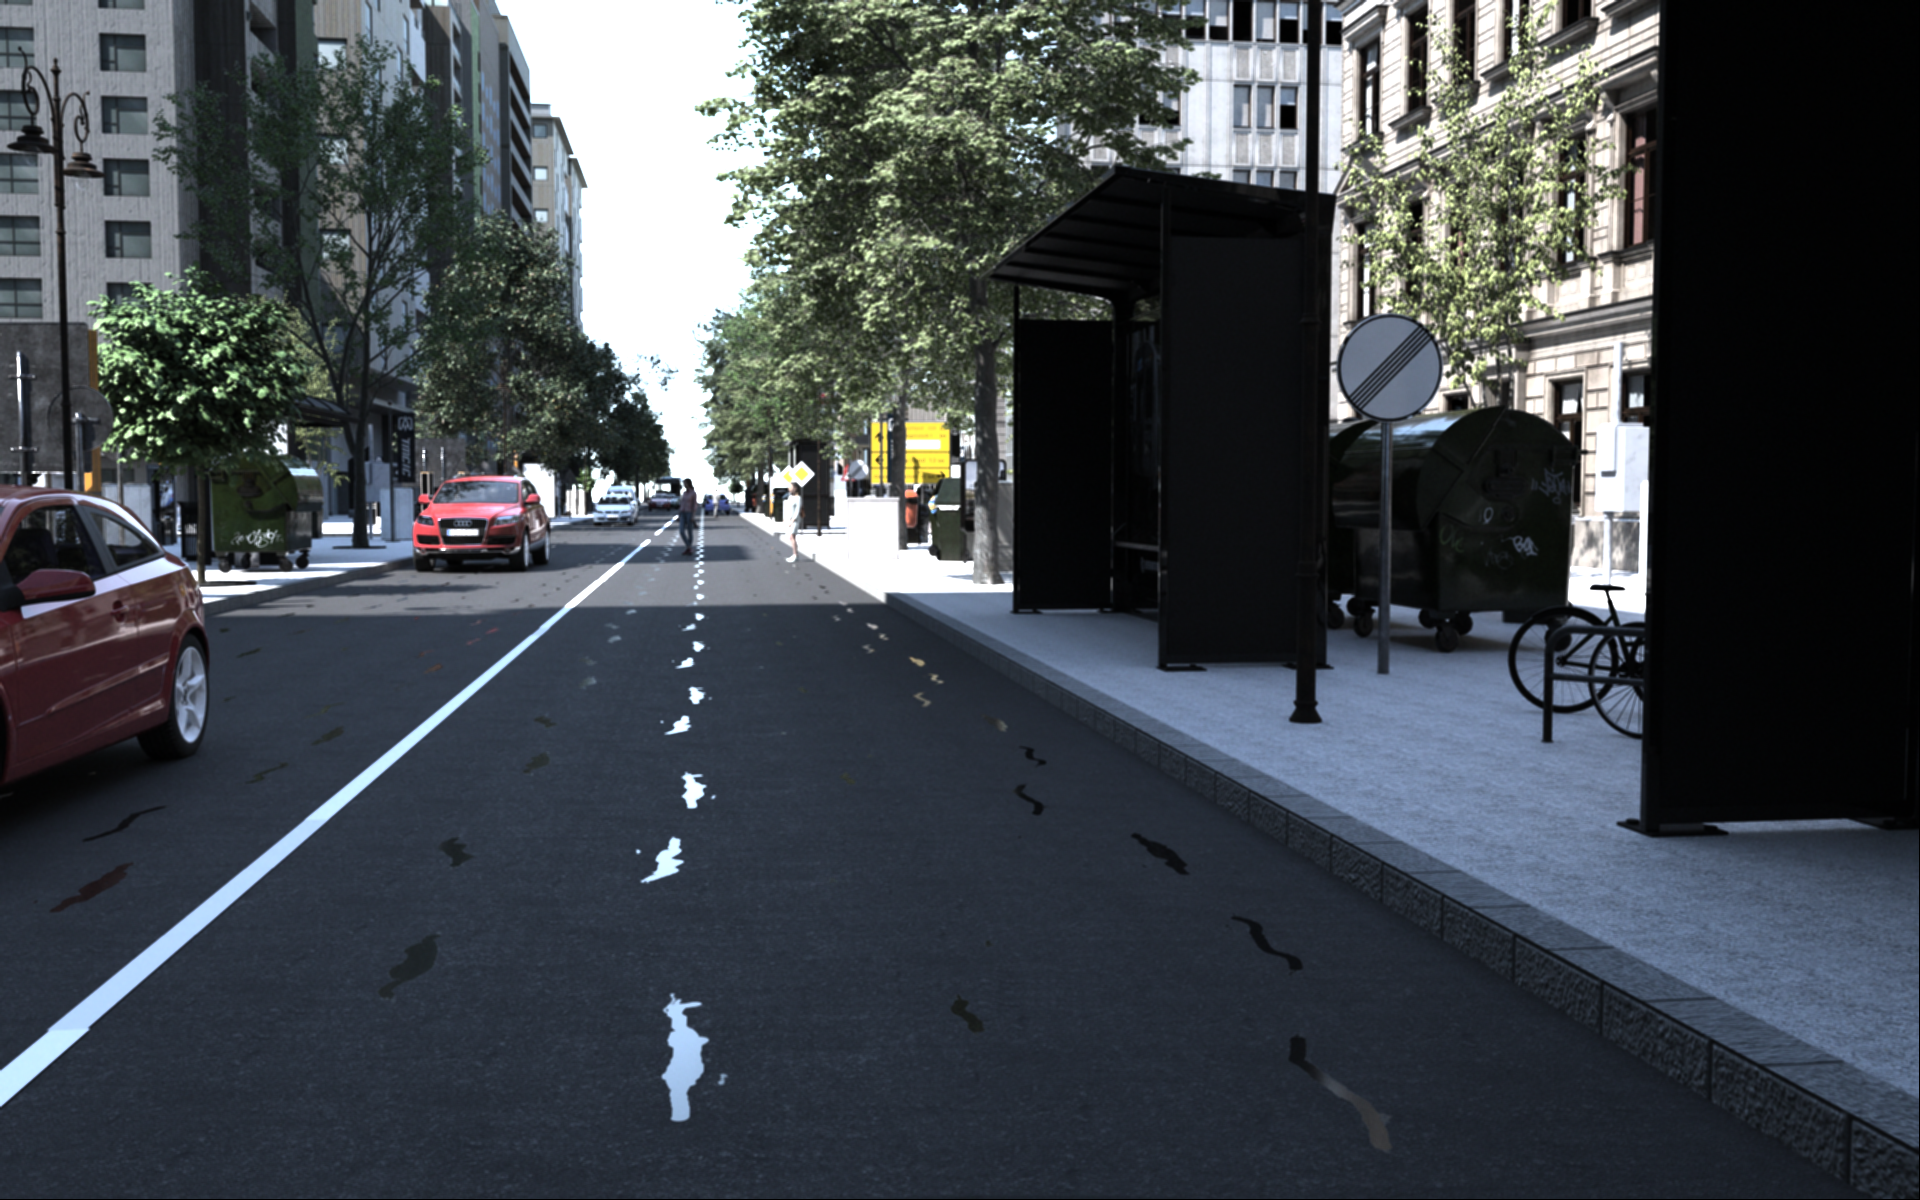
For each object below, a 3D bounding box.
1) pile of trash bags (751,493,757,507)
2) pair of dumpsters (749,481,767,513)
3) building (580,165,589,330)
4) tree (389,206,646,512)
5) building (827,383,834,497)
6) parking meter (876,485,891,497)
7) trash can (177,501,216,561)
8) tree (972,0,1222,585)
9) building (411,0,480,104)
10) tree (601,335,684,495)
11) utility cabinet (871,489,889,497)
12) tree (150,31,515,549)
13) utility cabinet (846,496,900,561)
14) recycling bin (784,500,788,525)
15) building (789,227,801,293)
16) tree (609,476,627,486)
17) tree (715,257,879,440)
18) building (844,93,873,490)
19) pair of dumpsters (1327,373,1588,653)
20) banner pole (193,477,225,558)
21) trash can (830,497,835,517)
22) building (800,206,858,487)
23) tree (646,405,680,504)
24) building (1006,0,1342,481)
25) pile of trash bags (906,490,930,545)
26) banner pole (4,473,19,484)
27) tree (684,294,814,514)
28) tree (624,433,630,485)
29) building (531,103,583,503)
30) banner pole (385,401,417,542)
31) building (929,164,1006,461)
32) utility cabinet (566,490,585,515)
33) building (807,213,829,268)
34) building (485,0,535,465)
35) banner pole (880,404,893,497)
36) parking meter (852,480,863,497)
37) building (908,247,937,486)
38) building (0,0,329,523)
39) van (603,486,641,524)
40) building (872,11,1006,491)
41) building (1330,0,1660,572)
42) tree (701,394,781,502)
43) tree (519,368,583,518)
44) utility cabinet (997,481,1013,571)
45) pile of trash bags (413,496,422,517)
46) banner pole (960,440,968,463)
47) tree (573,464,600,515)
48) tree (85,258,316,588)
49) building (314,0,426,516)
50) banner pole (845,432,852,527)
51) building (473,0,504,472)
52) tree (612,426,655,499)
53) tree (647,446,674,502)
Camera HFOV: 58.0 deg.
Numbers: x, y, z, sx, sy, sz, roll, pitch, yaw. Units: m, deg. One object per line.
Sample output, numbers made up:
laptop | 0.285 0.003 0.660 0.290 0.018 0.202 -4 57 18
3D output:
pile of trash bags | -12.134 -6.366 113.842 3.447 1.369 1.912 -3 4 -36
pair of dumpsters | -13.678 -7.136 119.162 1.574 2.255 4.437 -1 4 -9
building | -71.429 -41.210 263.026 28.713 52.752 27.495 -1 4 -8
tree | -18.004 -9.310 69.219 9.611 12.733 9.660 0 3 0
building | -12.923 -28.542 238.363 14.160 30.474 14.107 -1 4 -8
parking meter | -2.793 -3.239 61.362 0.372 1.533 0.369 0 3 0
trash can | -14.664 -1.326 33.334 0.748 1.137 0.748 0 3 0
tree | -0.035 -6.484 24.139 7.486 12.596 7.792 0 3 0
building | -45.832 -27.738 137.105 14.154 41.232 14.086 -1 4 -8
tree | -39.695 -21.445 206.514 12.611 20.169 13.585 0 3 0
utility cabinet | -3.582 -4.208 77.479 0.318 1.500 1.173 -2 4 -34
tree | -14.230 -7.010 40.371 9.928 11.665 9.643 0 3 0
utility cabinet | -1.685 -1.364 33.457 1.020 1.237 0.306 0 4 -6
recycling bin | -6.786 -3.599 71.397 0.722 1.027 0.722 2 4 31
building | -16.733 -40.418 284.530 21.300 48.544 21.600 -1 4 -8
tree | -31.018 -9.935 157.044 1.663 3.219 1.824 0 3 0
tree | -6.967 -9.175 75.759 9.928 11.665 9.643 0 3 0
building | -0.103 -31.703 172.965 22.147 44.769 28.867 -1 4 -8
pair of dumpsters | 4.053 -0.826 15.991 1.574 2.255 4.437 -1 4 -8
banner pole | -14.914 -2.718 34.458 0.401 3.779 0.863 2 4 25
trash can | -7.548 -5.514 101.804 0.748 1.137 0.748 0 3 0
building | -17.070 -37.656 265.791 14.600 45.320 14.200 -1 4 -8
tree | -26.148 -12.517 121.657 9.611 12.733 9.660 0 3 0
building | 12.936 -15.981 79.309 19.932 24.808 12.078 -1 4 -8
pile of trash bags | -1.647 -2.130 44.582 1.912 1.369 3.447 -1 4 -17
banner pole | -16.721 -2.486 30.666 0.863 3.779 0.401 1 4 21
tree | -12.679 -12.478 110.670 9.857 13.997 8.962 0 3 0
tree | -35.905 -16.810 192.969 7.486 12.596 7.792 0 3 0
building | -67.648 -39.548 235.843 28.713 52.752 27.495 -1 4 -8
banner pole | -15.036 -3.457 46.532 0.863 3.779 0.401 -2 4 -24
building | 5.979 -16.069 104.526 13.314 21.916 24.055 -1 4 -8
utility cabinet | -23.253 -5.889 104.961 1.173 1.500 0.318 1 4 13
building | -15.314 -34.759 251.905 14.154 41.232 14.086 -1 4 -8
building | -53.372 -33.309 168.306 21.300 48.544 21.600 -1 4 -8
banner pole | -1.921 -3.507 47.358 0.863 3.779 0.401 0 4 4
parking meter | -3.954 -3.743 66.909 0.399 1.863 0.255 -2 4 -34
building | 2.401 -17.786 126.960 11.583 22.565 21.152 -1 4 -8
building | -37.393 -18.706 77.544 14.160 30.474 14.107 -1 4 -8
van | -16.744 -4.792 85.363 2.013 2.044 4.112 -1 4 -10
building | -0.833 -28.591 151.054 14.154 41.232 14.086 -1 4 -8
building | 15.015 -10.329 33.511 10.561 19.102 19.286 -1 4 -8
tree | -15.255 -11.883 128.697 8.767 10.594 7.601 0 4 -2
tree | -21.916 -8.801 94.256 4.737 8.622 4.395 0 3 0
utility cabinet | 0.968 -1.226 28.721 1.173 1.500 0.318 -1 4 -21
pile of trash bags | -29.605 -5.207 94.888 1.912 1.369 3.447 1 4 15
banner pole | 0.167 -5.544 80.657 0.401 3.779 0.863 -2 4 -33
tree | -23.317 -6.908 107.547 1.663 3.219 1.824 0 3 0
tree | -10.680 -2.477 24.205 4.285 4.588 4.351 0 3 0
building | -49.473 -31.866 110.247 28.713 52.752 27.495 -1 4 -8
banner pole | -4.312 -4.783 68.219 0.401 3.779 0.863 0 4 4
building | -47.840 -30.645 151.160 14.600 45.320 14.200 -1 4 -8
tree | -29.742 -12.389 152.917 4.737 8.622 4.395 0 3 0
tree | -42.801 -18.598 238.483 7.601 10.594 8.767 0 4 3
